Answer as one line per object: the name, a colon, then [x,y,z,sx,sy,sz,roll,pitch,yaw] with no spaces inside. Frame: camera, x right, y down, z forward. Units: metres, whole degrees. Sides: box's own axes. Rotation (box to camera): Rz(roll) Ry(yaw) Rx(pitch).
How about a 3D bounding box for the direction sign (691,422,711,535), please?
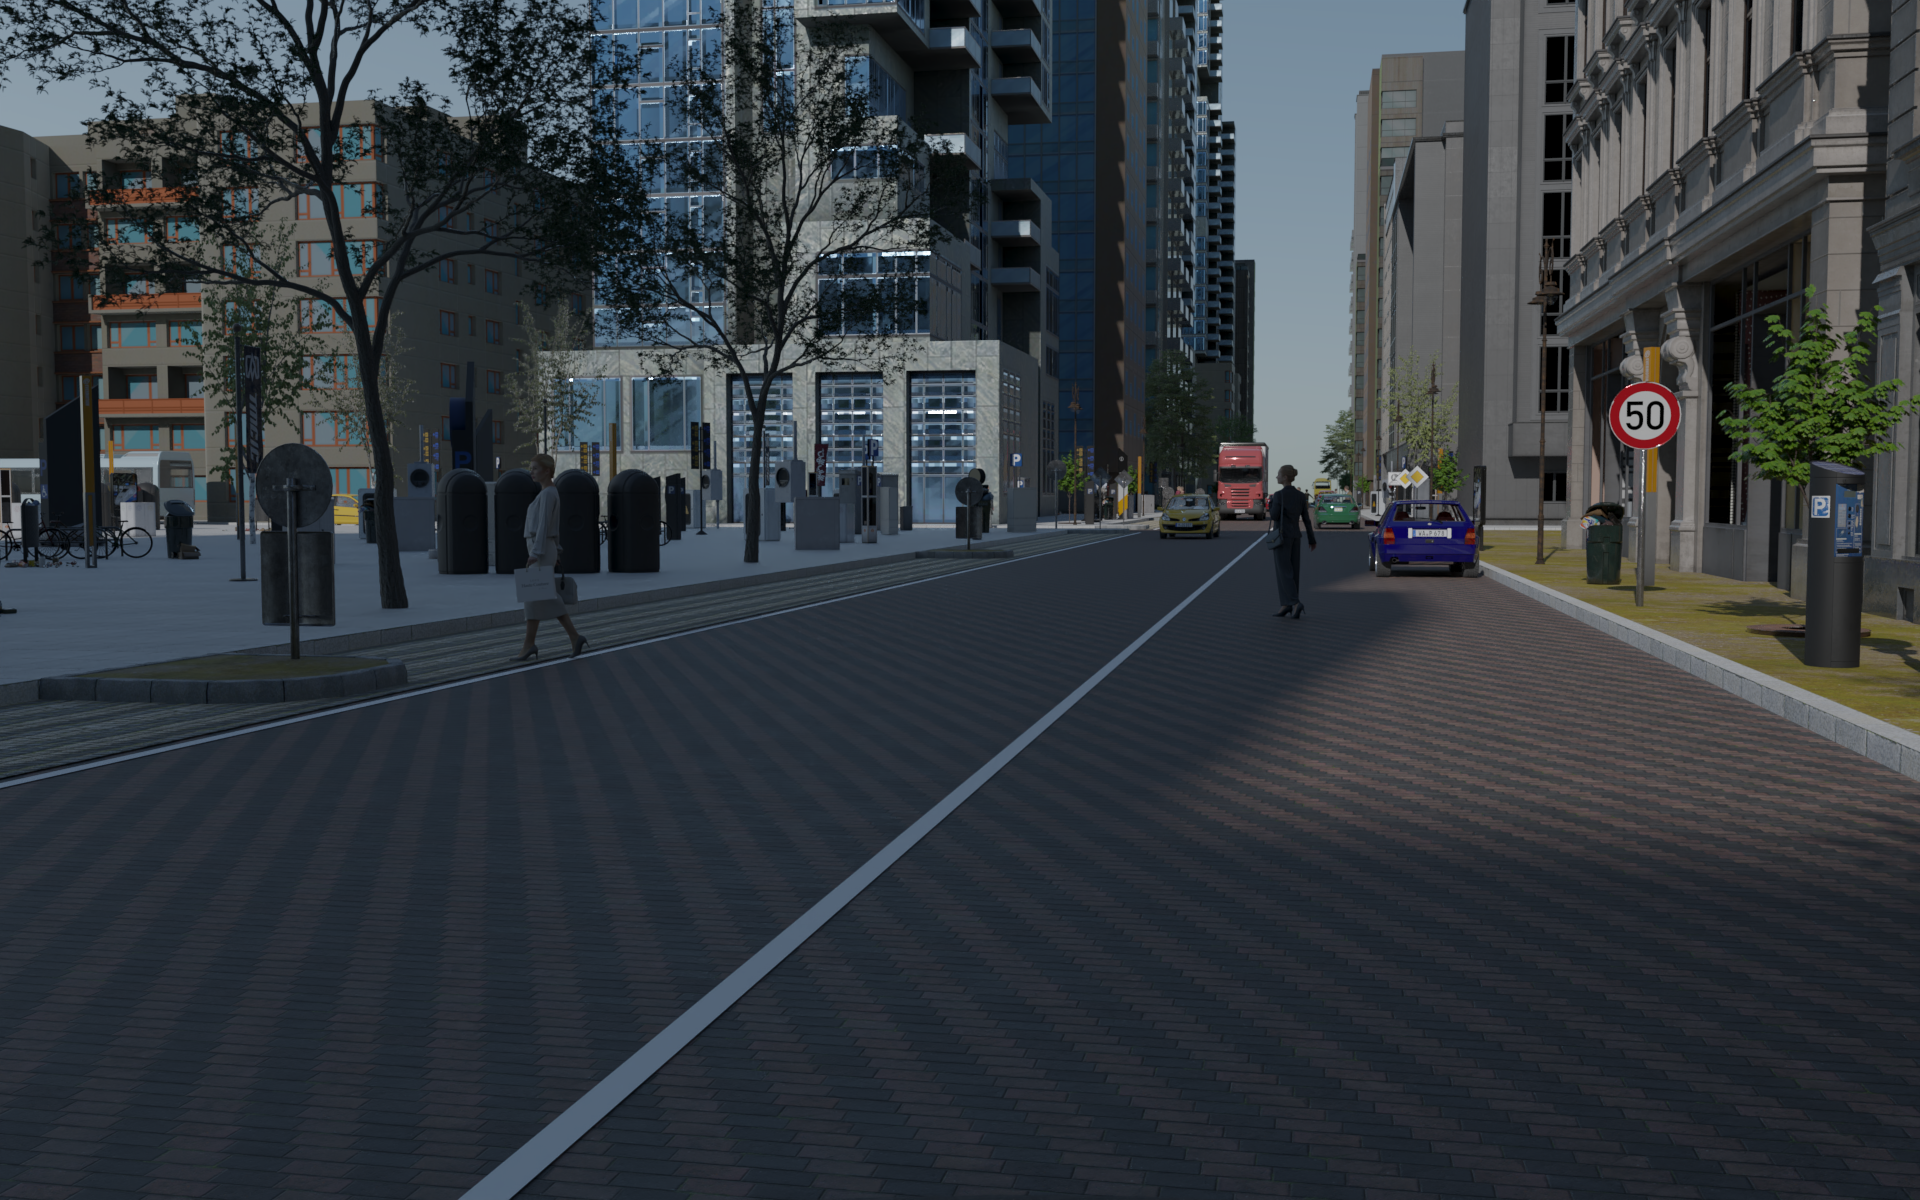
direction sign: [-8.156,-3.826,54.545,0.379,3.537,0.876,2,4,34]

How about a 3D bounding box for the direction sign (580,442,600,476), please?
direction sign: [-16.077,-5.095,75.299,0.876,3.537,0.379,-2,4,-30]

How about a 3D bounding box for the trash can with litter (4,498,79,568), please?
trash can with litter: [-16.369,-1.219,30.986,1.678,1.210,2.233,0,4,-8]

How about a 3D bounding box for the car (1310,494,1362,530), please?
car: [15.558,-3.655,71.555,2.131,1.459,4.920,1,4,11]

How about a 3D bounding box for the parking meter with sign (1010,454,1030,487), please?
parking meter with sign: [2.764,-4.837,75.343,0.543,3.016,1.738,2,4,24]

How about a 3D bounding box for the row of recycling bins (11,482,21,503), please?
row of recycling bins: [-31.668,-2.939,55.170,3.534,1.692,1.069,0,4,1]

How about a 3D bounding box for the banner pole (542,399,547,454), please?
banner pole: [-10.942,-3.408,45.732,0.401,3.779,0.863,-1,4,-16]

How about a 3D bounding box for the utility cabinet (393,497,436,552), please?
utility cabinet: [-12.320,-1.693,38.846,1.020,1.237,0.306,-2,4,-28]

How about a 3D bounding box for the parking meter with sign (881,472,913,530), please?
parking meter with sign: [-2.521,-3.945,60.763,1.738,3.016,0.543,-2,4,-28]

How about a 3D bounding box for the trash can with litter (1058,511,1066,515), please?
trash can with litter: [5.408,-5.853,106.761,2.233,1.210,1.678,2,4,32]

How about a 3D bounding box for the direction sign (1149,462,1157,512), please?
direction sign: [13.584,-7.942,121.843,0.379,3.537,0.876,3,5,41]

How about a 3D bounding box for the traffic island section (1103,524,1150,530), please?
traffic island section: [6.702,-2.990,71.164,2.009,0.180,2.903,1,4,11]

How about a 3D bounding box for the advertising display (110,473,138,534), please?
advertising display: [-25.510,-2.915,52.866,0.123,1.923,0.974,1,4,19]

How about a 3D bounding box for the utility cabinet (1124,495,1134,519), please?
utility cabinet: [8.669,-4.786,89.409,0.306,1.237,1.020,-1,4,-12]

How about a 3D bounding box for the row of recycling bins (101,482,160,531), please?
row of recycling bins: [-29.415,-3.279,60.732,1.069,1.692,3.534,1,4,10]

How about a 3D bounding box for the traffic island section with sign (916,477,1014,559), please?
traffic island section with sign: [0.158,-1.866,39.138,1.989,1.847,2.006,1,4,11]

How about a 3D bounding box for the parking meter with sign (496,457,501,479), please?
parking meter with sign: [-20.942,-5.232,81.804,1.738,3.016,0.543,-2,4,-30]

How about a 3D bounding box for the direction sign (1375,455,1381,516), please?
direction sign: [24.292,-6.635,100.475,0.379,3.537,0.876,0,4,-2]

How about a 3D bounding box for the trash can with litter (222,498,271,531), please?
trash can with litter: [-24.490,-3.000,60.112,2.233,1.210,1.678,1,4,14]

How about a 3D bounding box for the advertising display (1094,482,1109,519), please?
advertising display: [7.373,-5.237,90.839,0.974,1.923,0.123,3,5,43]

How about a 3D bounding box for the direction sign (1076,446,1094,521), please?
direction sign: [5.878,-5.470,81.431,0.876,3.537,0.379,1,4,19]

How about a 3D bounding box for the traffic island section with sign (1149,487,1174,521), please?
traffic island section with sign: [11.292,-5.198,93.607,1.989,1.847,2.006,1,4,11]

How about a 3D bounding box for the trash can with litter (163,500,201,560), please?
trash can with litter: [-15.325,-1.401,34.295,0.624,1.170,1.055,-3,5,-45]

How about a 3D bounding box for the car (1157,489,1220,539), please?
car: [7.519,-2.834,56.557,2.015,1.641,3.980,1,4,13]

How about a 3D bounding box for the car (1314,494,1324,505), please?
car: [34.589,-9.307,164.171,2.014,1.417,4.499,1,4,11]

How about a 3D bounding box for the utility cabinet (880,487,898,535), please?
utility cabinet: [-2.220,-2.806,54.551,0.318,1.500,1.173,-1,4,-16]

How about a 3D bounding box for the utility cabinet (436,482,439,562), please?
utility cabinet: [-9.755,-1.480,32.884,0.318,1.500,1.173,-1,4,-15]

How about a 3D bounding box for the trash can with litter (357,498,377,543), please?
trash can with litter: [-15.229,-2.068,45.207,0.624,1.170,1.055,0,4,3]

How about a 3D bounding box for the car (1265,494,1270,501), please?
car: [28.210,-9.024,157.767,2.015,1.641,3.980,1,4,10]

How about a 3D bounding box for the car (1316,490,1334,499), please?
car: [37.733,-10.366,178.150,2.281,1.827,5.304,1,4,13]

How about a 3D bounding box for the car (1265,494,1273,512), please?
car: [25.743,-8.021,140.178,2.155,1.783,4.494,1,4,13]

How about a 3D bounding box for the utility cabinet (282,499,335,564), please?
utility cabinet: [-11.737,-1.228,31.240,0.306,1.237,1.020,1,4,22]

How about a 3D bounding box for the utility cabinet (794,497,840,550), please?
utility cabinet: [-3.292,-1.755,39.859,1.020,1.237,0.306,-1,4,-12]

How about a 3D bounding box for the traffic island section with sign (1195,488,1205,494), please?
traffic island section with sign: [16.682,-6.813,120.020,1.989,1.847,2.006,1,4,11]

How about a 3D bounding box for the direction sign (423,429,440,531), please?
direction sign: [-18.441,-4.186,60.437,0.876,3.537,0.379,2,4,35]

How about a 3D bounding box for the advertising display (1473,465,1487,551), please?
advertising display: [11.796,-2.087,39.340,0.123,1.923,0.974,0,4,7]

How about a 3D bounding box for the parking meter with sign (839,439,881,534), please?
parking meter with sign: [-3.472,-3.605,55.202,1.738,3.016,0.543,2,4,29]

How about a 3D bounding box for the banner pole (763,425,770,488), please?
banner pole: [-7.008,-4.445,62.693,0.401,3.779,0.863,-2,4,-24]

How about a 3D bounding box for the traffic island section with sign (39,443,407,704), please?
traffic island section with sign: [-5.219,-0.250,12.723,1.989,1.847,2.006,1,4,11]

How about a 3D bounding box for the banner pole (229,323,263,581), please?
banner pole: [-10.559,-2.183,25.713,0.401,3.779,0.863,1,4,8]

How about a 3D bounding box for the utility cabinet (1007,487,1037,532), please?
utility cabinet: [2.057,-3.005,57.808,0.318,1.500,1.173,3,5,42]

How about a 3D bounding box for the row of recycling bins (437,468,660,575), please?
row of recycling bins: [-6.674,-1.288,28.172,3.534,1.692,1.069,-1,4,-11]

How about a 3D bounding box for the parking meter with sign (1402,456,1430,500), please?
parking meter with sign: [21.477,-5.156,80.563,1.738,3.016,0.543,0,4,-2]

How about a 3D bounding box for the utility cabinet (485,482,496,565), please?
utility cabinet: [-8.721,-1.375,31.165,1.173,1.500,0.318,2,4,27]

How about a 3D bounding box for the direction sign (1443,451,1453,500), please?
direction sign: [25.545,-6.066,91.182,0.876,3.537,0.379,-1,4,-13]

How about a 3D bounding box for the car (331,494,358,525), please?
car: [-25.796,-3.890,73.828,3.980,1.641,2.015,1,4,12]

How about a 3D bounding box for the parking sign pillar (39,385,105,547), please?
parking sign pillar: [-21.808,-3.301,42.447,1.447,3.967,1.447,3,4,37]

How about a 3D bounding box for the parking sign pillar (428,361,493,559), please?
parking sign pillar: [-9.913,-2.823,34.636,1.447,3.967,1.447,-1,4,-13]

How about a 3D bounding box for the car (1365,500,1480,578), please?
car: [8.268,-1.129,31.047,1.945,1.354,3.894,1,4,11]

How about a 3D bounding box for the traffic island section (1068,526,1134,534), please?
traffic island section: [5.105,-2.511,63.339,2.009,0.180,2.903,1,4,11]

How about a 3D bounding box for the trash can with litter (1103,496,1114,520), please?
trash can with litter: [7.391,-4.625,87.010,0.624,1.170,1.055,0,4,-5]

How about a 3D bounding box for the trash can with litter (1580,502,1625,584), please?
trash can with litter: [9.159,-0.823,24.843,0.624,1.170,1.055,1,4,13]

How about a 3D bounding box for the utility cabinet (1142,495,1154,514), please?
utility cabinet: [12.442,-6.327,114.606,0.306,1.237,1.020,3,5,44]
